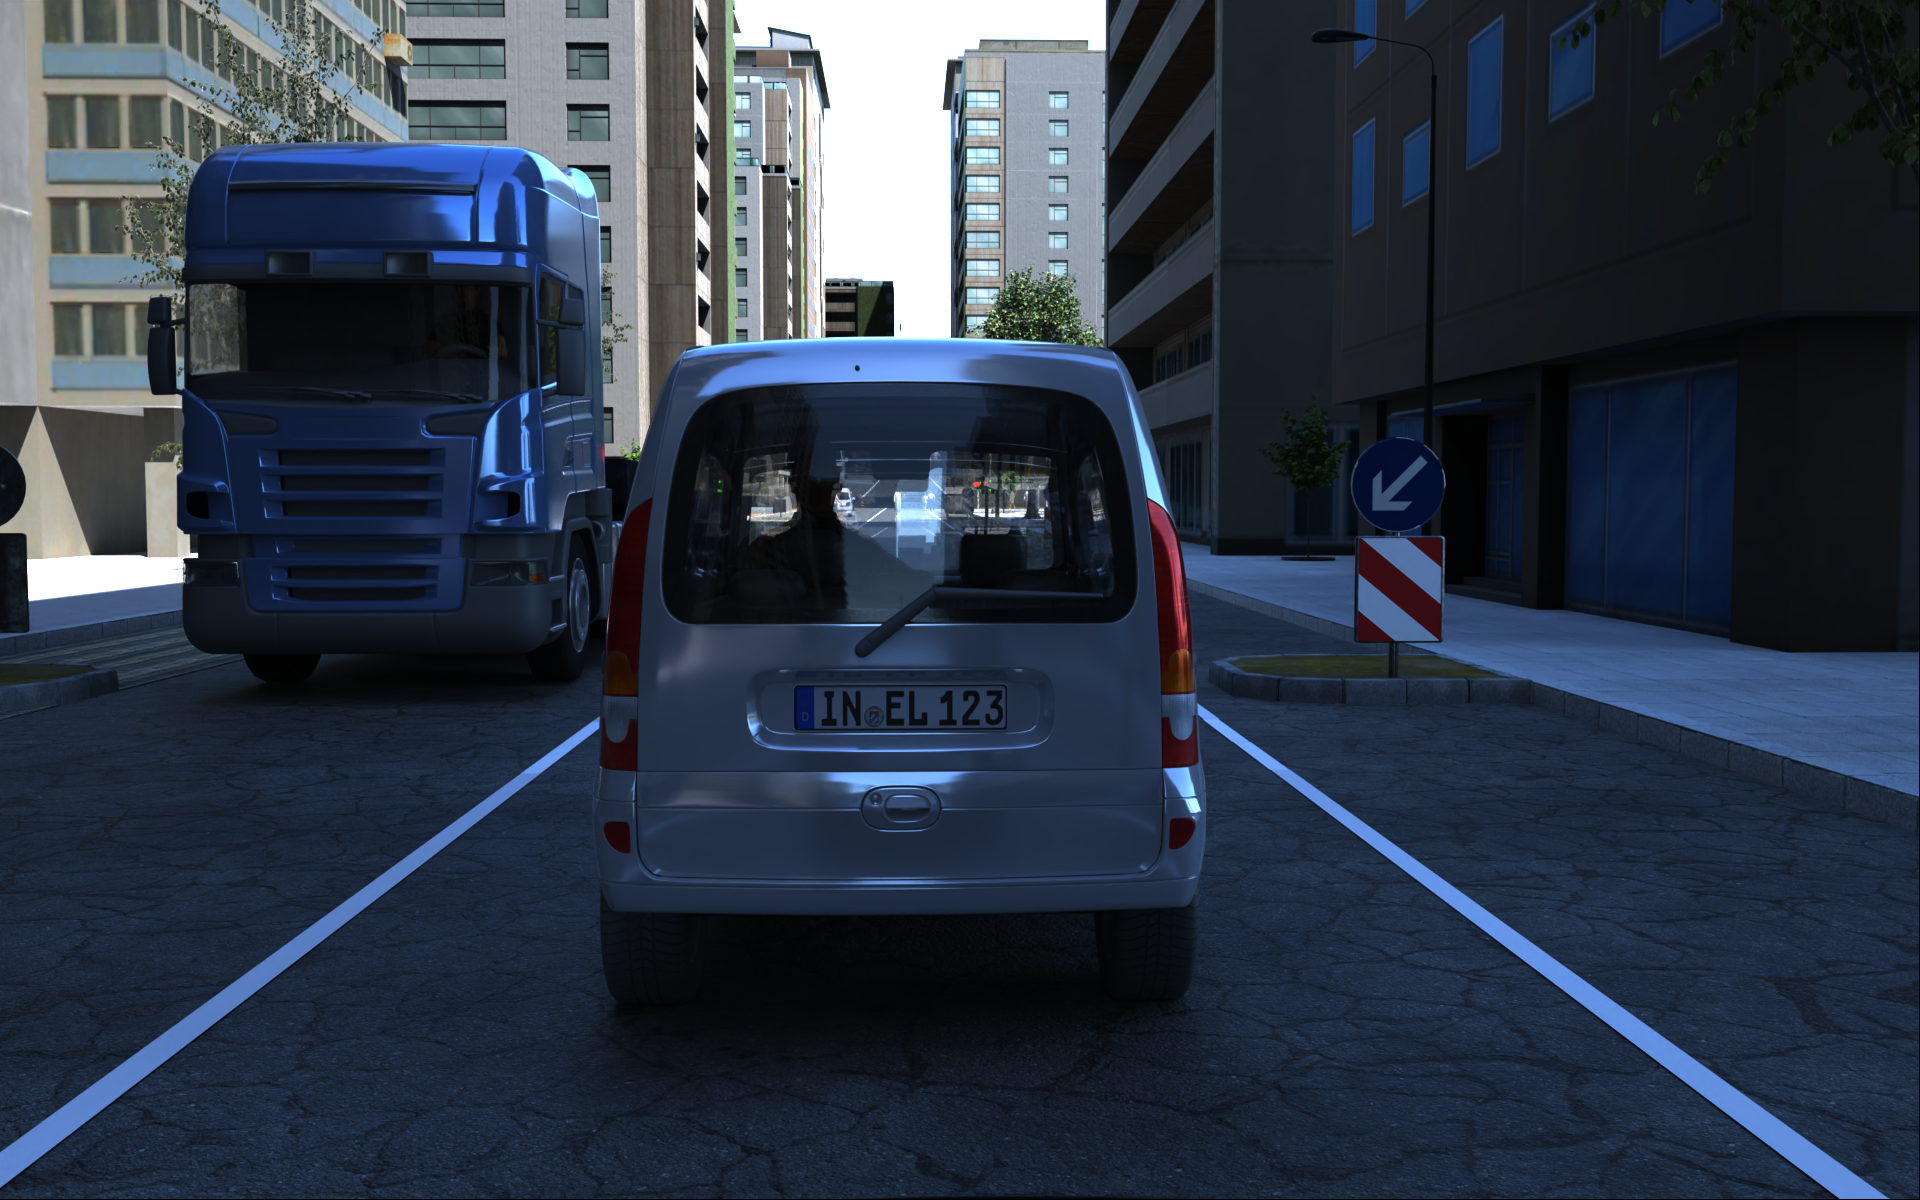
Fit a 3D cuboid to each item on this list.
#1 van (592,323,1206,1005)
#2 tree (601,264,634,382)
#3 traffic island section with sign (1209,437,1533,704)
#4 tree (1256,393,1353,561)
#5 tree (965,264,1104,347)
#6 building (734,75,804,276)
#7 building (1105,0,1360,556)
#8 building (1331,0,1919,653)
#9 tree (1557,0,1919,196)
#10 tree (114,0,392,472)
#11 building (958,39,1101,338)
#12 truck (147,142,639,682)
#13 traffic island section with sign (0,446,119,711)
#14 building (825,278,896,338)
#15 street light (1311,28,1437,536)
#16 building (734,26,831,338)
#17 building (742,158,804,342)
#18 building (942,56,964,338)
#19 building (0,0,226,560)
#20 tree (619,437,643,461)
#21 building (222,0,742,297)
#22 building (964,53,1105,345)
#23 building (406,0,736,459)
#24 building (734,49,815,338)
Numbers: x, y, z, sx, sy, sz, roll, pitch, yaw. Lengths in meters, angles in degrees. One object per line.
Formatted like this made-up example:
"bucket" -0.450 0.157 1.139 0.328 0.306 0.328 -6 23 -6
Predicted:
"van" -0.212 0.047 6.249 2.013 2.044 4.112 0 4 -2
"tree" -11.225 -5.990 48.296 4.360 8.622 3.978 0 3 0
"traffic island section with sign" 2.908 -0.254 12.782 1.989 1.847 2.006 0 4 -2
"tree" 6.805 -2.370 33.347 1.663 3.219 1.824 0 3 0
"tree" 3.681 -10.356 86.324 9.611 12.733 9.660 0 3 0
"building" -22.289 -29.448 165.070 14.154 41.232 14.086 0 4 -2
"building" 15.676 -25.790 45.369 21.300 48.544 21.600 0 4 -2
"building" 13.041 -22.594 19.520 14.600 45.320 14.200 0 4 -2
"tree" 4.868 -3.548 8.380 4.737 8.622 4.395 0 3 0
"tree" -10.032 -4.570 25.085 4.360 8.622 3.978 0 3 0
"building" 10.759 -34.174 182.454 21.300 48.544 21.600 0 4 -2
"truck" -4.363 -1.860 20.167 2.967 4.110 18.799 0 4 -2
"traffic island section with sign" -7.100 -0.210 12.063 1.989 1.847 2.006 0 4 -2
"building" -15.728 -28.312 234.605 14.107 30.474 14.160 0 4 -2
"street light" 4.204 -2.749 17.480 1.470 5.913 1.316 0 4 -2
"building" -29.520 -37.633 204.546 27.495 52.752 28.713 0 4 -2
"building" -21.027 -23.221 151.361 14.160 30.474 14.107 0 4 -2
"building" 12.571 -37.777 206.896 28.713 52.752 27.495 0 4 -2
"building" -27.169 -21.439 42.415 23.993 40.220 32.217 0 4 -2
"tree" -11.020 -3.922 58.729 1.663 3.219 1.824 0 3 0
"building" -27.995 -25.945 116.085 32.217 40.220 23.993 0 4 -2
"building" 7.305 -29.428 164.750 14.154 41.232 14.086 0 4 -2
"building" -17.920 -18.809 79.236 14.160 30.474 14.107 0 4 -2
"building" -22.299 -32.352 179.068 14.600 45.320 14.200 0 4 -2
